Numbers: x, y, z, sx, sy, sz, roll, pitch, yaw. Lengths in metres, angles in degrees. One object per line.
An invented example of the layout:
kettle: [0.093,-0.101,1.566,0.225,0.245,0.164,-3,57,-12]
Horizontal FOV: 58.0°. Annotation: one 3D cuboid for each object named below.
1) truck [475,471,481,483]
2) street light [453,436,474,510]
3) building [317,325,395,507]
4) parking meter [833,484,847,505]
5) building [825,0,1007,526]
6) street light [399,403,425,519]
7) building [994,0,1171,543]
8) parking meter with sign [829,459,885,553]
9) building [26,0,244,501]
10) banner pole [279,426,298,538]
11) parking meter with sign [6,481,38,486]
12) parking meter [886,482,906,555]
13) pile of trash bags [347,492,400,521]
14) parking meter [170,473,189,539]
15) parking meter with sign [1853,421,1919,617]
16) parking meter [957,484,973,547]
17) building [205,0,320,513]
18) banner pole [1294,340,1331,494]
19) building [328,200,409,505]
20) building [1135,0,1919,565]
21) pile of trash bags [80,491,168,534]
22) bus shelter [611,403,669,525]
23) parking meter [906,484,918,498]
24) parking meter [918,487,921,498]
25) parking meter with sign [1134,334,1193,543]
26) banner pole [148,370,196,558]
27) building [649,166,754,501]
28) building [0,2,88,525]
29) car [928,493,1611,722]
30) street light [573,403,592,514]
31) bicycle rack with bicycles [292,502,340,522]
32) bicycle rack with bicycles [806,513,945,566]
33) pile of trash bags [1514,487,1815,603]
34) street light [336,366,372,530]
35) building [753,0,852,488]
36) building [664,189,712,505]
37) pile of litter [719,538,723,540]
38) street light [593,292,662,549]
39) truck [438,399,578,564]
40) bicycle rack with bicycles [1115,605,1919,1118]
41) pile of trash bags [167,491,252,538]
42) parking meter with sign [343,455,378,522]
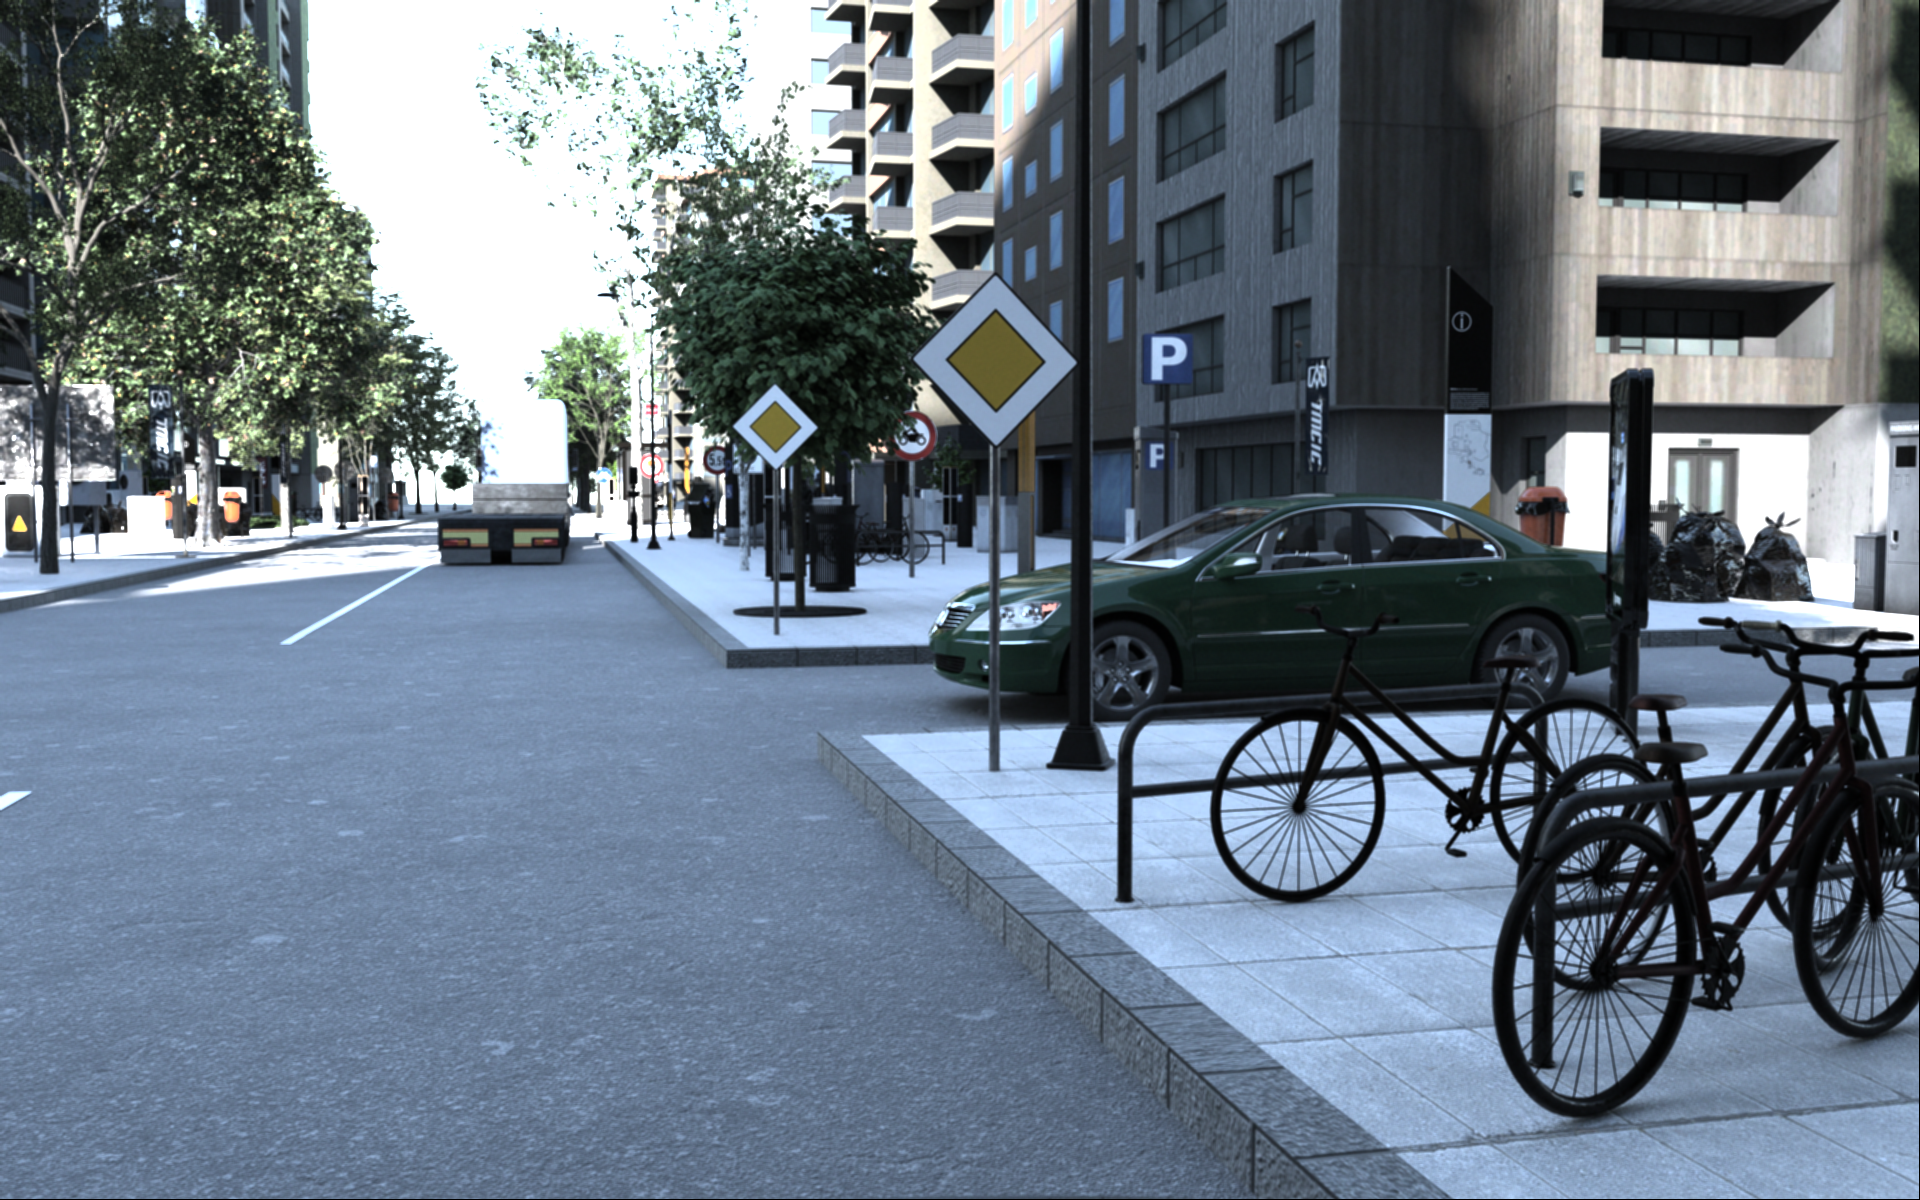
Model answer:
truck: [-37.770,-9.262,140.339,2.839,4.237,11.283,-1,4,-15]
street light: [-39.414,-10.047,136.803,1.470,5.913,1.316,-1,4,-13]
building: [-77.051,-20.940,187.407,27.650,21.520,28.899,-1,4,-13]
parking meter: [-3.111,-2.241,45.052,0.372,1.533,0.369,0,3,0]
building: [5.645,-25.973,79.290,22.147,44.769,28.867,-1,4,-13]
street light: [-27.909,-7.069,88.125,1.470,5.913,1.316,-1,4,-13]
building: [9.439,-24.451,49.881,14.600,45.320,14.200,-1,4,-13]
parking meter with sign: [-1.982,-2.533,37.677,1.738,3.016,0.543,-1,4,-9]
building: [-54.336,-29.128,95.844,23.786,49.044,30.456,-1,4,-13]
banner pole: [-19.717,-3.709,50.666,0.401,3.779,0.863,-3,5,-45]
parking meter with sign: [-25.137,-3.068,46.421,1.738,3.016,0.543,0,4,-2]
parking meter: [-1.390,-1.734,36.769,0.372,1.533,0.369,0,3,0]
pile of trash bags: [-28.399,-4.551,84.161,3.447,1.369,1.912,2,4,35]
parking meter: [-22.103,-2.650,49.038,0.255,1.863,0.399,3,4,38]
parking meter with sign: [10.211,-1.346,18.274,0.543,3.016,1.738,-1,4,-13]
parking meter: [0.118,-2.042,41.796,0.372,1.533,0.369,0,3,0]
building: [-57.819,-27.474,132.789,14.154,41.232,14.086,-1,4,-13]
banner pole: [5.645,-2.327,28.056,0.401,3.779,0.863,-3,5,-40]
building: [-85.325,-31.827,212.244,32.217,40.220,23.993,-1,4,-13]
building: [12.501,-16.169,36.057,14.107,30.474,14.160,-1,4,-13]
pile of trash bags: [-27.055,-2.871,56.696,3.447,1.369,1.912,1,4,21]
bus shelter: [-13.734,-5.896,74.036,2.179,5.291,8.768,-1,4,-13]
parking meter: [-1.324,-2.065,42.177,0.372,1.533,0.369,0,3,0]
parking meter: [-1.285,-2.464,48.705,0.372,1.533,0.369,0,3,0]
parking meter with sign: [2.251,-1.435,19.728,0.543,3.016,1.738,0,4,0]
banner pole: [-15.895,-2.745,34.895,0.863,3.779,0.401,-3,5,-40]
building: [-30.396,-35.474,234.620,22.147,44.769,28.867,-1,4,-13]
building: [-47.724,-38.569,68.849,20.563,71.187,20.611,-1,4,-13]
car: [2.211,-0.010,11.957,4.920,1.459,2.131,-1,4,-13]
street light: [-19.083,-7.107,88.742,1.470,5.913,1.316,-1,4,-13]
bicycle rack with bicycles: [-29.470,-4.113,80.631,2.925,0.926,2.852,-1,4,-15]
bicycle rack with bicycles: [-1.710,-1.140,32.014,2.925,0.926,2.852,-2,4,-29]
pile of trash bags: [8.470,-0.700,21.202,3.447,1.369,1.912,0,4,-7]
street light: [-21.801,-5.501,62.490,1.470,5.913,1.316,-1,4,-13]
building: [-3.601,-35.280,118.819,21.231,58.520,28.212,-1,4,-13]
building: [-19.353,-31.705,210.250,32.217,40.220,23.993,-1,4,-13]
pile of litter: [-6.069,-2.149,49.108,1.719,0.858,1.176,0,4,-4]
street light: [-7.673,-4.133,40.118,1.470,5.913,1.316,-1,4,-13]
truck: [-11.169,-3.299,43.695,2.967,4.110,18.799,-1,4,-12]
bicycle rack with bicycles: [1.901,0.513,4.996,2.925,0.926,2.852,-2,4,-25]
pile of trash bags: [-22.264,-2.588,52.072,1.912,1.369,3.447,-3,4,-39]
parking meter with sign: [-27.312,-5.034,78.563,1.738,3.016,0.543,1,4,16]
